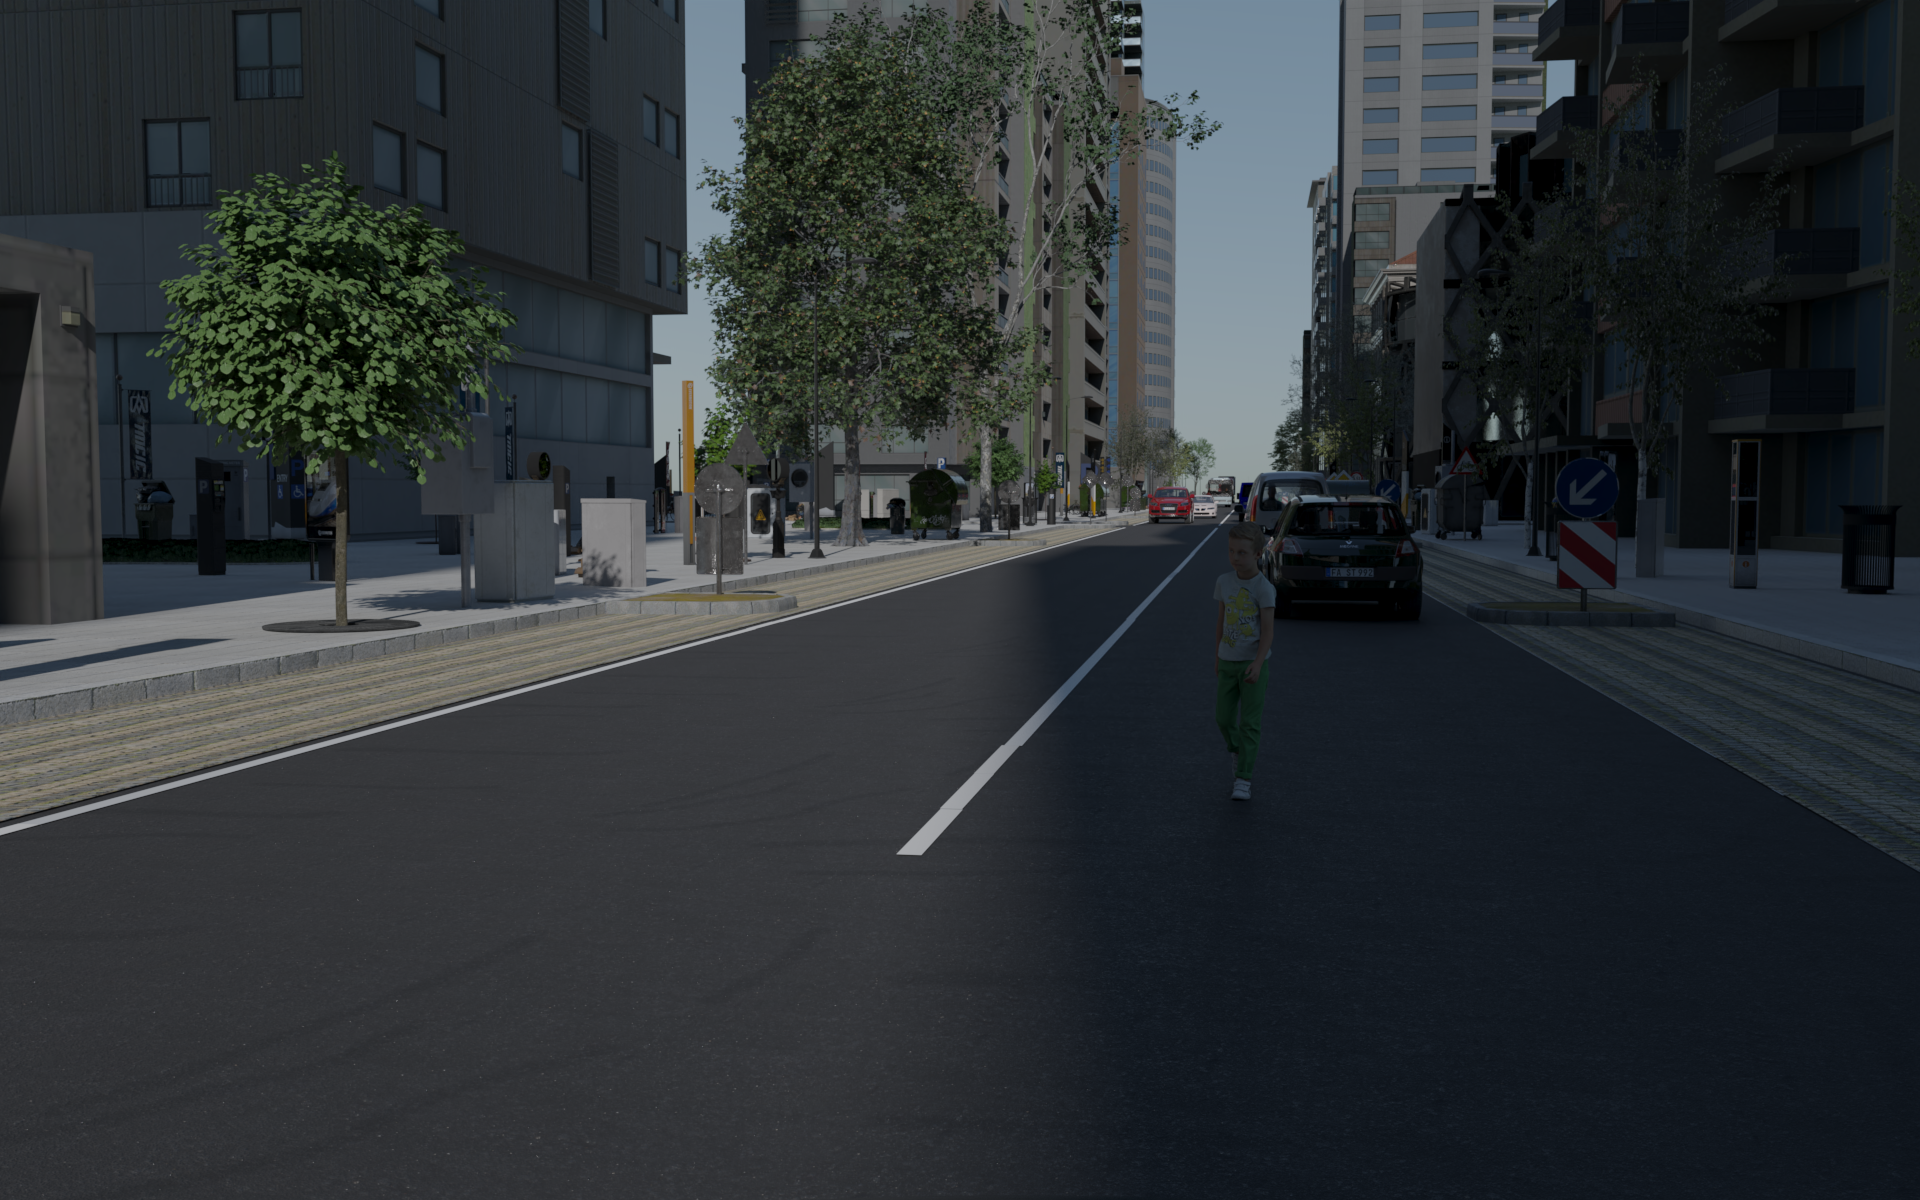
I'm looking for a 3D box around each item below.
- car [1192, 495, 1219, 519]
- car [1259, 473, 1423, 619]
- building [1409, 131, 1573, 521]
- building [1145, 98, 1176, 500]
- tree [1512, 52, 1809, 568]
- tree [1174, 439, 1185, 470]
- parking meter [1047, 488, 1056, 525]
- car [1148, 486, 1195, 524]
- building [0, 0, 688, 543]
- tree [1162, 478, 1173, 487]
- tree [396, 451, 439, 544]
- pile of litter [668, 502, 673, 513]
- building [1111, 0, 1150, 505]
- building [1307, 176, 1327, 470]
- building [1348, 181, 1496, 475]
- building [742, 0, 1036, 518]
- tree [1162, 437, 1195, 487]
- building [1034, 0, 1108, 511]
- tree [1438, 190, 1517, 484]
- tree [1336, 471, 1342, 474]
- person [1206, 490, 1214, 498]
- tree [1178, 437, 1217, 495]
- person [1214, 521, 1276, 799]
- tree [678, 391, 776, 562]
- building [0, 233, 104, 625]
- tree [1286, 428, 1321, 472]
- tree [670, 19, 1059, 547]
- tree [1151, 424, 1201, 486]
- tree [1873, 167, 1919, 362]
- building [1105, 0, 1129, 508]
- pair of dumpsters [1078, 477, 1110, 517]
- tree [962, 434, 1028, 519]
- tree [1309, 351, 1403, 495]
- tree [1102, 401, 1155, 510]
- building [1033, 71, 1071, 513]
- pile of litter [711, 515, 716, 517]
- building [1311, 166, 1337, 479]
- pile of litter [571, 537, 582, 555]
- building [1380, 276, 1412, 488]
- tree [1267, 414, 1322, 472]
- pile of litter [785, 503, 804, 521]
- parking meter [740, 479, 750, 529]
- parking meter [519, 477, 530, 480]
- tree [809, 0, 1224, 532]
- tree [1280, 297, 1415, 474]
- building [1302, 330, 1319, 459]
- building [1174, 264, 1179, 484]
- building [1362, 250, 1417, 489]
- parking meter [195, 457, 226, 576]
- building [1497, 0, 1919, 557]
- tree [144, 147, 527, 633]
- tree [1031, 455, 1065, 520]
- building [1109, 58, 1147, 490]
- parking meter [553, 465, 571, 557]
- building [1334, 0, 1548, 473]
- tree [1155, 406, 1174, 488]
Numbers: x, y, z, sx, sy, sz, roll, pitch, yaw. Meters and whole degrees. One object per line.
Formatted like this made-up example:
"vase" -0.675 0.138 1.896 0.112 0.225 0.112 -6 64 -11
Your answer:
"car" 14.323 -5.534 102.840 2.083 1.381 4.827 1 4 9
"car" 4.630 -0.703 21.276 2.009 1.686 4.222 1 4 8
"building" 32.267 -13.431 87.050 16.811 18.784 16.820 1 4 9
"building" 20.564 -43.628 255.312 21.231 58.520 28.212 1 4 9
"tree" 12.025 -4.855 29.740 4.360 8.622 3.978 0 3 0
"tree" 19.058 -13.129 165.020 4.360 8.622 3.978 0 3 0
"parking meter" 3.808 -3.901 72.186 0.372 1.533 0.369 0 3 0
"car" 10.363 -4.652 84.740 2.281 1.827 5.304 1 4 10
"building" -26.144 -28.733 59.019 27.495 52.752 28.713 1 4 9
"tree" 23.682 -12.278 195.345 1.663 3.219 1.824 0 3 0
"tree" -13.398 -3.055 44.545 1.663 3.219 1.824 0 3 0
"pile of litter" -19.100 -6.144 114.415 1.176 0.858 1.719 -3 4 -38
"building" 11.783 -54.566 204.821 22.319 86.520 31.000 1 4 9
"building" 70.637 -42.180 278.874 28.713 52.752 27.495 1 4 9
"building" 44.034 -24.006 164.194 14.160 30.474 14.107 1 4 9
"building" -3.548 -25.327 97.691 14.154 41.232 14.086 1 4 9
"tree" 27.711 -16.505 220.218 4.737 8.622 4.395 0 3 0
"building" 0.793 -31.900 145.266 21.300 48.544 21.600 1 4 9
"tree" 13.385 -5.528 40.747 4.360 8.622 3.978 0 3 0
"tree" 28.518 -8.287 130.095 1.663 3.219 1.824 0 3 0
"person" 26.082 -10.592 181.642 0.705 1.831 1.348 -3 5 -45
"tree" 42.715 -23.679 312.906 9.928 11.665 9.643 0 3 0
"person" 1.367 0.271 8.325 0.306 1.304 0.590 1 4 16
"tree" -4.607 -2.339 32.844 1.663 3.219 1.824 0 3 0
"building" -19.588 -35.141 12.810 20.563 71.187 20.611 1 4 9
"tree" 37.430 -14.558 188.383 4.360 8.622 3.978 0 3 0
"tree" -2.641 -7.672 42.447 9.611 12.733 9.660 0 3 0
"tree" 28.774 -18.151 231.178 8.767 10.594 7.601 -3 5 -40
"tree" 17.904 -4.828 29.307 4.737 8.622 4.395 0 3 0
"building" 6.013 -44.496 165.768 20.563 71.187 20.611 1 4 9
"pair of dumpsters" 7.498 -5.807 97.444 1.574 2.255 4.437 1 4 10
"tree" 1.788 -6.413 88.560 4.285 4.588 4.351 0 3 0
"tree" 20.676 -8.440 88.349 4.737 8.622 4.395 0 3 0
"tree" 13.414 -11.554 139.262 4.360 8.622 3.978 0 3 0
"building" -0.065 -21.290 119.799 14.160 30.474 14.107 1 4 9
"pile of litter" -12.188 -4.638 89.796 1.719 0.858 1.176 2 4 24
"building" 62.774 -38.616 250.975 23.786 49.044 30.456 1 4 9
"pile of litter" -7.902 -1.400 36.850 1.176 0.858 1.719 -3 4 -38
"building" 37.898 -15.480 120.553 16.820 18.784 16.811 1 4 9
"tree" 45.273 -19.333 234.222 7.486 12.596 7.792 0 3 0
"pile of litter" -7.904 -4.233 83.175 1.176 0.858 1.719 1 4 18
"parking meter" -7.828 -3.513 63.154 0.399 1.863 0.255 -1 4 -10
"parking meter" -6.367 -1.064 25.801 0.372 1.533 0.369 0 3 0
"tree" 1.646 -12.279 56.647 12.611 20.169 13.585 0 3 0
"tree" 24.991 -12.076 107.819 12.009 13.543 11.850 0 3 0
"building" 66.543 -32.390 301.283 14.160 30.474 14.107 1 4 9
"building" 23.990 -40.711 285.224 23.786 49.044 30.456 1 4 9
"building" 38.912 -18.552 139.475 11.583 22.565 21.152 1 4 9
"parking meter" -11.836 -1.325 27.375 0.399 1.863 0.255 1 4 22
"building" 27.788 -23.940 46.043 22.147 44.769 28.867 1 4 9
"tree" -5.893 -2.003 16.466 4.285 4.588 4.351 0 3 0
"tree" 4.209 -5.494 84.431 1.663 3.219 1.824 0 3 0
"building" 12.275 -32.600 183.128 14.600 45.320 14.200 1 4 9
"parking meter" -8.174 -1.826 35.568 0.255 1.863 0.399 0 4 7
"building" 50.671 -39.253 183.790 21.231 58.520 28.212 1 4 9
"tree" 14.693 -11.896 144.855 4.360 8.622 3.978 0 3 0
